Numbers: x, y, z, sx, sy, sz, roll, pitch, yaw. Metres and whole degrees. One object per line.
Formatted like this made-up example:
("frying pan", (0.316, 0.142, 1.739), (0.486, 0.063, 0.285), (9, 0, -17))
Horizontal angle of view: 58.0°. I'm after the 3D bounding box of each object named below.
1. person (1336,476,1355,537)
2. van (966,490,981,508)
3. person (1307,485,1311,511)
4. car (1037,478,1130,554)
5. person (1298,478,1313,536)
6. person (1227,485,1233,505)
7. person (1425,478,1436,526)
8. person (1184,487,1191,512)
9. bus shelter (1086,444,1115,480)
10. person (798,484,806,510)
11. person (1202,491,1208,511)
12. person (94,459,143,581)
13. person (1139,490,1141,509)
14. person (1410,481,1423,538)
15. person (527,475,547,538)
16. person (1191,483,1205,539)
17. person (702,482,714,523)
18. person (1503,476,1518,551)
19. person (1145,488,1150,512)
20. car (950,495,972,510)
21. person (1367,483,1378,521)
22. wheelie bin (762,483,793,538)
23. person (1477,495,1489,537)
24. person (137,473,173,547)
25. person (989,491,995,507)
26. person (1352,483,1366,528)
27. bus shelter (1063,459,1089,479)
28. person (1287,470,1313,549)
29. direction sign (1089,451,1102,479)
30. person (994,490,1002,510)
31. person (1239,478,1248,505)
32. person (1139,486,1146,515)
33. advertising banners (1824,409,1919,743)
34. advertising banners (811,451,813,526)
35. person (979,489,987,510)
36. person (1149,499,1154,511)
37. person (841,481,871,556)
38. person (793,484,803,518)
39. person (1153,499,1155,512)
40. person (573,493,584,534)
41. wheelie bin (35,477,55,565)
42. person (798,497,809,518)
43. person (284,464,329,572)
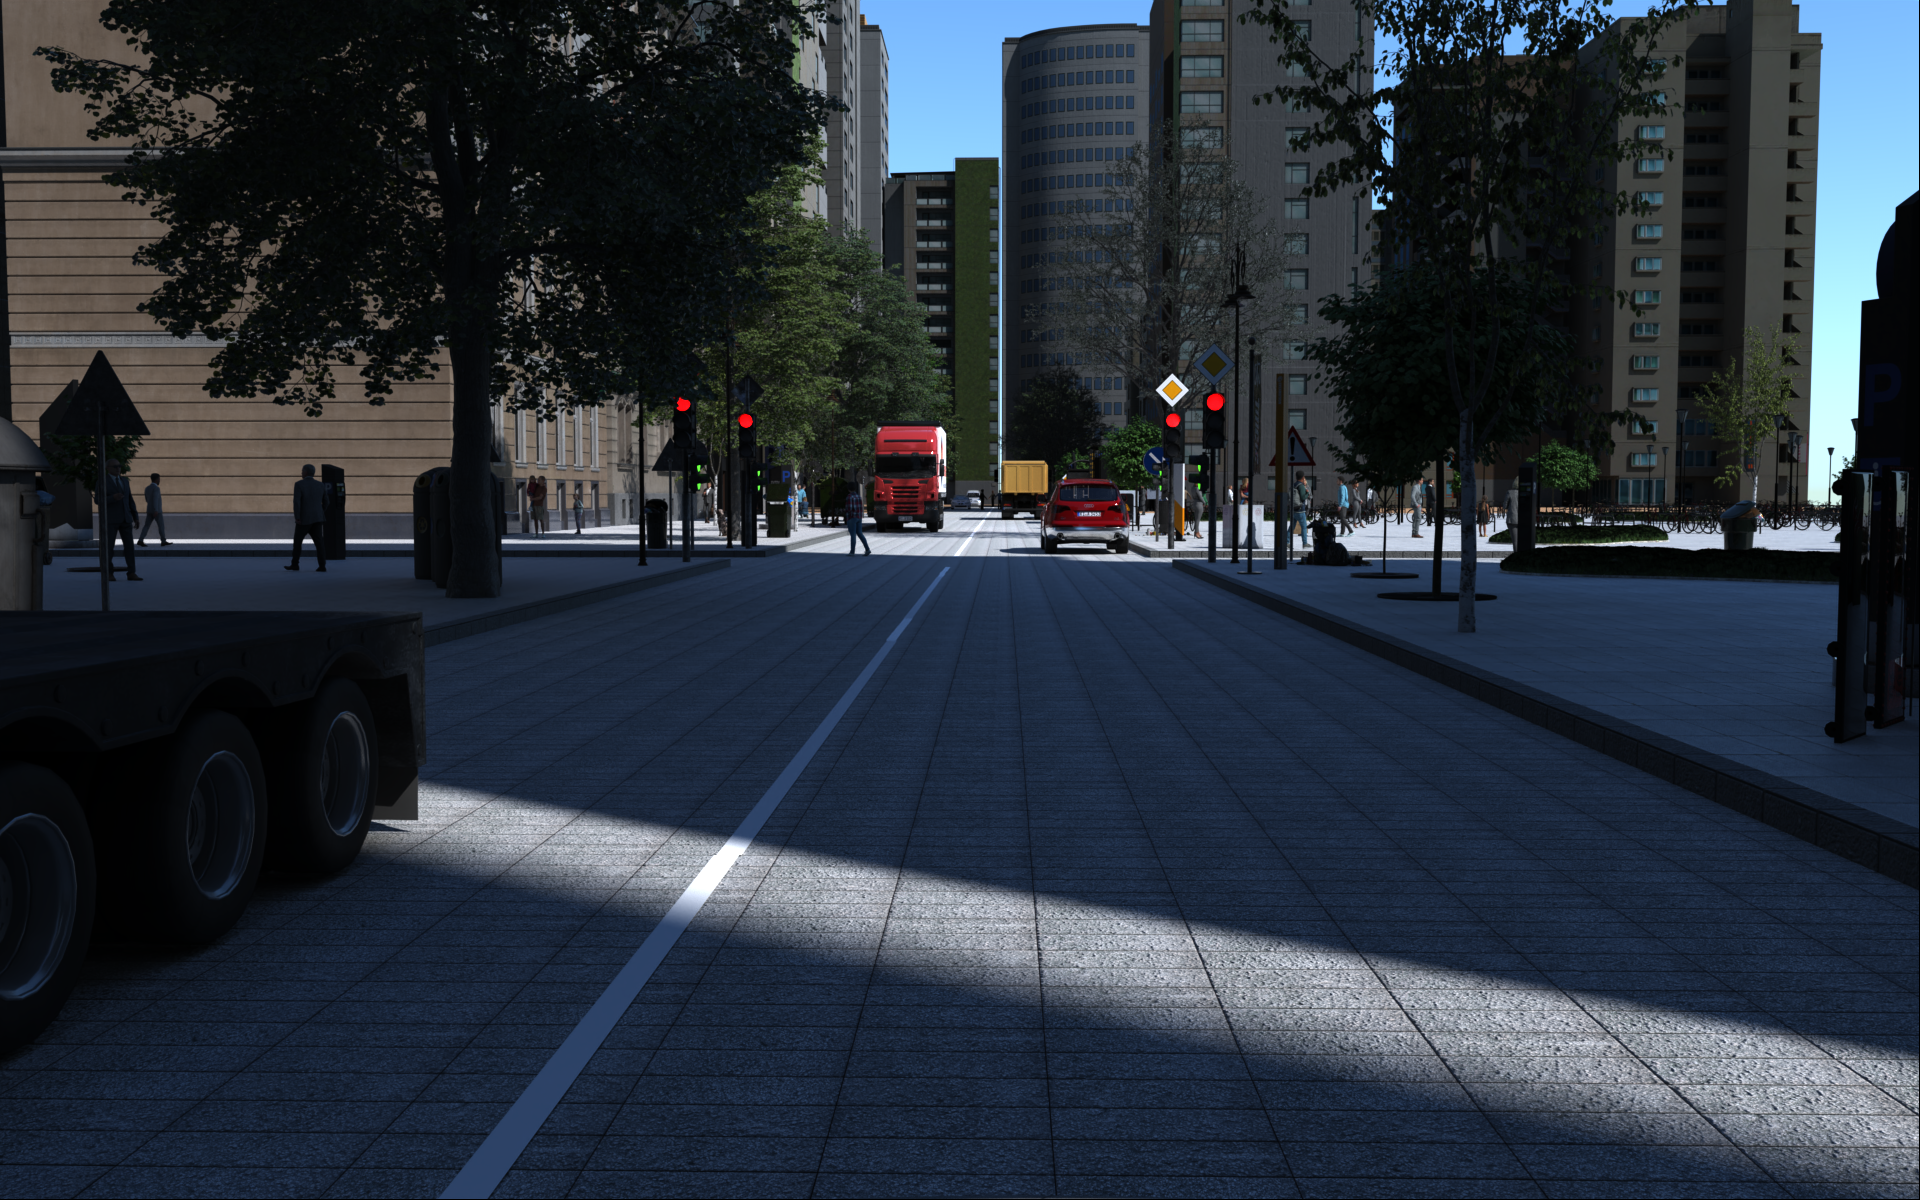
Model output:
("person", (11.533, -2.804, 51.902), (0.620, 1.820, 0.660), (1, 4, 14))
("van", (1.411, -10.800, 183.583), (2.013, 2.044, 4.112), (0, 4, 1))
("person", (19.193, -5.476, 95.975), (0.834, 1.777, 0.661), (0, 4, -6))
("car", (3.073, -2.114, 43.239), (2.281, 1.827, 5.304), (0, 4, 1))
("person", (10.525, -2.849, 52.801), (0.537, 1.800, 0.526), (-1, 4, -15))
("person", (15.855, -5.859, 102.062), (0.641, 1.798, 0.478), (1, 4, 18))
("person", (18.834, -3.893, 69.063), (0.474, 1.900, 0.648), (-2, 4, -26))
("person", (15.236, -6.840, 117.883), (1.348, 1.823, 0.705), (-2, 4, -30))
("bus shelter", (7.160, -5.716, 84.732), (1.731, 3.624, 6.357), (0, 4, 1))
("person", (-9.165, -5.800, 100.733), (0.748, 1.841, 0.638), (1, 4, 21))
("person", (15.470, -6.344, 110.007), (0.529, 1.795, 0.600), (1, 4, 14))
("person", (-12.386, -1.182, 25.543), (0.590, 1.801, 0.661), (2, 4, 30))
("person", (14.945, -8.279, 142.882), (0.593, 1.643, 0.415), (-1, 4, -23))
("person", (13.463, -2.745, 51.021), (0.391, 1.810, 0.635), (1, 4, 14))
("person", (-12.369, -2.728, 50.626), (0.580, 1.828, 0.573), (-1, 4, -18))
("person", (6.910, -2.660, 49.811), (0.573, 1.790, 0.520), (-2, 4, -32))
("person", (-11.041, -4.286, 76.077), (0.622, 1.834, 0.822), (0, 4, 1))
("person", (10.911, -1.552, 34.055), (0.537, 1.800, 0.526), (0, 4, -2))
("person", (13.465, -7.241, 124.400), (0.705, 1.831, 1.348), (0, 4, 8))
("car", (0.086, -9.172, 162.321), (2.083, 1.381, 4.827), (0, 4, 0))
("person", (19.947, -4.748, 83.775), (0.679, 1.850, 0.850), (-2, 4, -33))
("wheelie bin", (-5.346, -2.638, 51.044), (0.980, 1.594, 0.693), (1, 4, 9))
("person", (15.662, -2.518, 51.875), (0.362, 1.253, 0.373), (3, 4, 37))
("person", (-19.716, -2.203, 42.330), (0.678, 1.792, 0.850), (2, 4, 33))
("person", (3.559, -11.057, 189.424), (0.705, 1.807, 1.348), (2, 4, 33))
("person", (15.071, -3.614, 65.405), (0.573, 1.790, 0.520), (1, 4, 9))
("bus shelter", (7.272, -6.743, 104.179), (2.014, 3.302, 5.546), (0, 4, 1))
("person", (7.778, -2.070, 39.867), (0.713, 1.824, 0.794), (0, 4, -5))
("direction sign", (7.189, -6.076, 91.337), (0.876, 3.537, 0.379), (-2, 4, -27))
("person", (3.717, -9.321, 160.883), (1.348, 1.826, 0.705), (2, 4, 34))
("person", (9.654, -3.217, 58.614), (0.573, 1.828, 0.580), (-1, 4, -19))
("person", (11.053, -6.074, 105.152), (0.447, 1.846, 0.655), (1, 4, 17))
("advertising banners", (5.150, -0.816, 9.526), (0.090, 3.025, 2.074), (3, 5, 42))
("advertising banners", (-5.970, -4.504, 69.828), (0.090, 3.025, 2.074), (0, 4, -5))
("person", (2.025, -8.942, 154.336), (0.705, 1.869, 1.348), (-2, 4, -28))
("person", (14.676, -7.733, 132.444), (1.348, 1.831, 0.705), (0, 4, -2))
("person", (-2.407, -1.866, 39.854), (0.643, 1.720, 0.563), (2, 4, 33))
("person", (-8.846, -5.428, 94.809), (0.620, 1.820, 0.660), (3, 5, 43))
("person", (14.184, -7.284, 125.844), (0.721, 1.735, 1.217), (-1, 4, -13))
("person", (-12.295, -2.774, 55.670), (0.425, 1.301, 0.394), (1, 4, 20))
("wheelie bin", (-16.758, -1.420, 31.124), (0.980, 1.594, 0.693), (0, 4, -4))
("person", (-8.324, -4.866, 91.107), (1.012, 1.151, 0.738), (-2, 4, -31))
("person", (-10.850, -1.364, 28.746), (0.834, 1.777, 0.661), (2, 4, 29))
